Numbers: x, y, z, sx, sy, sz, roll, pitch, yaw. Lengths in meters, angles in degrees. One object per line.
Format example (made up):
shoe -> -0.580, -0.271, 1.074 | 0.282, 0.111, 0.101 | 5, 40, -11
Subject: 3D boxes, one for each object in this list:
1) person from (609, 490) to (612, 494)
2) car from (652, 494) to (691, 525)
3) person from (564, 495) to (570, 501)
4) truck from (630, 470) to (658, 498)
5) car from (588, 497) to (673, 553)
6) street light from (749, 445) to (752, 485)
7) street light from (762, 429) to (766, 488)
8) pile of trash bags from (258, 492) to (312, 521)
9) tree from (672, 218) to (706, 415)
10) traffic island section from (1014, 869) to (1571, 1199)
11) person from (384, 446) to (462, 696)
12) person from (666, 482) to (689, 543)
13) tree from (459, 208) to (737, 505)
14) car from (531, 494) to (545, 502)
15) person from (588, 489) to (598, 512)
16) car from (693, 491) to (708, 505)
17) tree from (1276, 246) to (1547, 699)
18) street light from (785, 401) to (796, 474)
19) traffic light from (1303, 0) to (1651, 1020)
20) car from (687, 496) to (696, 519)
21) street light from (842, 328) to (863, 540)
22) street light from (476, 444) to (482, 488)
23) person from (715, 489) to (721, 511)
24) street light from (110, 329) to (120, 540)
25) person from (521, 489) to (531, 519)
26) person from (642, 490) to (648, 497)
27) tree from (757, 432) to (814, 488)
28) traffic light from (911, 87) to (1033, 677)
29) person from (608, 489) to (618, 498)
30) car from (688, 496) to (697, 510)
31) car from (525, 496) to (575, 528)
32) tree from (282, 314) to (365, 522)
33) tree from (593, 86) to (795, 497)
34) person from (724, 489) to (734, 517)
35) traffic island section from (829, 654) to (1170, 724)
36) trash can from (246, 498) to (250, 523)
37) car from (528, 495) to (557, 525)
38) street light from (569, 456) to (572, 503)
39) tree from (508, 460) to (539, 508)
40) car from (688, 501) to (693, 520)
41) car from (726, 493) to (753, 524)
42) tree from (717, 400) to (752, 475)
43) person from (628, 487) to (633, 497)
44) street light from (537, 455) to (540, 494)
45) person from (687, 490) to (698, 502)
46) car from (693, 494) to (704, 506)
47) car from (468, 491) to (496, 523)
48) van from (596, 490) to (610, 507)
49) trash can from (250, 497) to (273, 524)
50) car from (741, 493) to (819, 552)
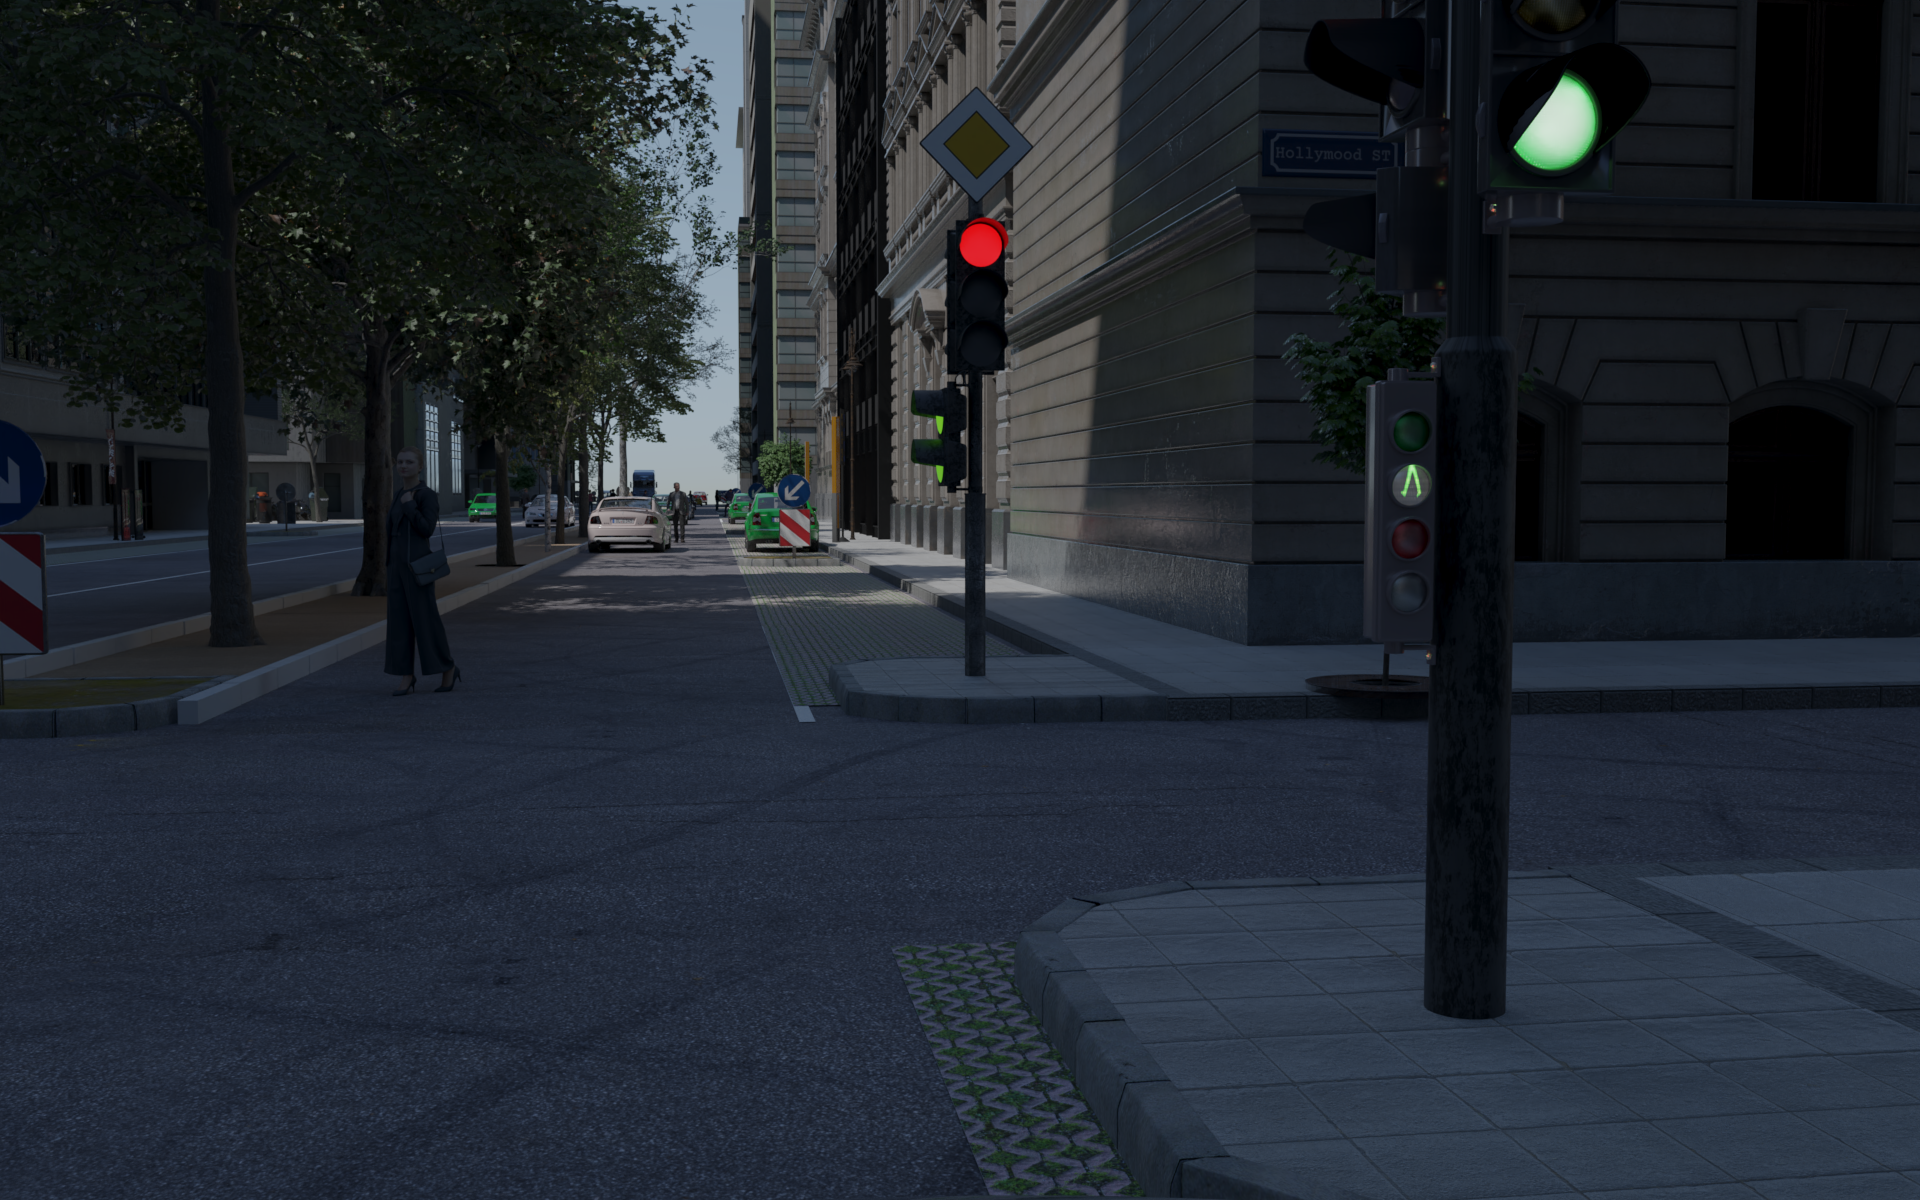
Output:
person -> -31.450, -9.017, 155.920 | 0.705, 1.826, 1.348 | -1, 4, -20
car -> -13.684, -4.232, 80.985 | 2.131, 1.459, 4.920 | 0, 4, -7
person -> -30.462, -7.569, 132.330 | 0.705, 1.814, 1.350 | 3, 5, 44
truck -> -35.787, -12.708, 197.532 | 2.967, 4.110, 18.799 | -1, 4, -8
car -> -8.339, -1.927, 43.873 | 2.083, 1.381, 4.827 | 0, 4, -6
street light -> -19.535, -11.559, 161.771 | 0.468, 5.910, 1.993 | -1, 4, -8
street light -> -13.974, -9.252, 124.057 | 0.468, 5.910, 1.993 | -1, 4, -8
pile of trash bags -> -32.276, -4.426, 82.115 | 1.912, 1.369, 3.447 | 1, 4, 9
tree -> -12.170, -8.291, 56.139 | 7.486, 12.596, 7.792 | 0, 3, 0
traffic island section -> 1.271, 1.097, 4.346 | 2.009, 0.180, 2.903 | -1, 4, -8
person -> -3.913, -0.216, 12.448 | 0.576, 1.772, 0.534 | 1, 4, 16
person -> -8.252, -2.557, 50.699 | 0.661, 1.777, 0.834 | -1, 4, -14
tree -> -13.725, -9.357, 65.817 | 12.009, 13.543, 11.850 | 0, 3, 0
car -> -35.414, -8.343, 146.195 | 2.009, 1.686, 4.222 | -1, 4, -8
person -> -24.668, -6.507, 115.616 | 1.217, 1.743, 0.721 | 0, 4, -1
car -> -33.981, -13.293, 226.011 | 2.281, 1.827, 5.304 | -1, 4, -8
tree -> 2.924, -1.018, 11.239 | 1.663, 3.219, 1.824 | 0, 3, 0
street light -> -8.426, -6.932, 86.130 | 0.468, 5.910, 1.993 | -1, 4, -8
traffic light -> -0.828, -1.781, 3.788 | 4.771, 5.953, 1.251 | -1, 4, -8
car -> -16.516, -5.459, 101.839 | 1.945, 1.354, 3.894 | 0, 4, -7
street light -> -3.010, -4.624, 48.396 | 0.468, 5.910, 1.993 | -1, 4, -8
street light -> -34.406, -9.231, 123.720 | 0.468, 5.910, 1.993 | -1, 4, -8
person -> -20.405, -8.395, 145.769 | 0.705, 1.822, 1.348 | -2, 4, -29
street light -> -23.480, -4.601, 48.012 | 0.468, 5.910, 1.993 | -1, 4, -8
person -> -25.281, -5.624, 100.998 | 0.990, 1.755, 0.434 | 3, 5, 40
person -> -21.555, -6.675, 118.552 | 0.530, 1.710, 0.541 | -1, 4, -17
tree -> -9.197, -6.605, 91.704 | 4.285, 4.588, 4.351 | 0, 3, 0
traffic light -> 0.088, -1.420, 12.130 | 0.839, 4.253, 0.868 | -1, 4, -8
person -> -28.353, -8.158, 141.519 | 0.705, 1.869, 1.348 | 3, 5, 39
car -> -24.408, -8.670, 154.337 | 1.945, 1.354, 3.894 | 0, 4, -7
car -> -17.916, -3.881, 75.816 | 2.083, 1.381, 4.827 | 0, 4, -8
tree -> -29.216, -8.792, 78.160 | 7.601, 10.594, 8.767 | 2, 4, 35
tree -> -14.246, -13.495, 78.996 | 12.611, 20.169, 13.585 | 0, 3, 0
person -> -14.299, -5.998, 107.010 | 0.683, 1.767, 0.568 | -1, 4, -15
traffic island section -> 0.130, 0.614, 12.250 | 2.009, 0.180, 2.903 | -1, 4, -8
trash can -> -31.495, -3.967, 76.518 | 0.748, 1.137, 0.748 | 0, 3, 0
car -> -19.593, -4.332, 82.827 | 2.014, 1.417, 4.499 | -1, 4, -10
street light -> -46.299, -14.259, 205.928 | 0.468, 5.910, 1.993 | -1, 4, -8
tree -> -40.388, -10.743, 159.363 | 4.285, 4.588, 4.351 | 0, 3, 0
car -> -15.761, -5.112, 95.583 | 2.014, 1.417, 4.499 | 0, 4, -7
car -> -10.186, -4.538, 83.000 | 1.959, 1.807, 4.718 | -1, 4, -10
tree -> -20.071, -14.429, 170.332 | 8.767, 10.594, 7.601 | -2, 4, -28
person -> -17.823, -5.158, 92.849 | 1.348, 1.823, 0.705 | 3, 5, 41
street light -> -40.769, -11.930, 167.835 | 0.468, 5.910, 1.993 | -1, 4, -8
person -> -22.026, -8.115, 141.892 | 1.217, 1.735, 0.721 | -3, 5, -41
car -> -31.280, -11.884, 204.519 | 2.015, 1.641, 3.980 | 0, 4, -7
car -> -23.993, -4.865, 88.331 | 1.959, 1.807, 4.718 | -1, 4, -10
van -> -37.197, -10.665, 181.382 | 2.013, 2.044, 4.112 | -1, 4, -10
trash can -> -30.255, -3.894, 75.317 | 0.748, 1.137, 0.748 | 0, 3, 0
car -> -4.552, -2.145, 43.865 | 1.959, 1.807, 4.718 | 0, 4, -8
